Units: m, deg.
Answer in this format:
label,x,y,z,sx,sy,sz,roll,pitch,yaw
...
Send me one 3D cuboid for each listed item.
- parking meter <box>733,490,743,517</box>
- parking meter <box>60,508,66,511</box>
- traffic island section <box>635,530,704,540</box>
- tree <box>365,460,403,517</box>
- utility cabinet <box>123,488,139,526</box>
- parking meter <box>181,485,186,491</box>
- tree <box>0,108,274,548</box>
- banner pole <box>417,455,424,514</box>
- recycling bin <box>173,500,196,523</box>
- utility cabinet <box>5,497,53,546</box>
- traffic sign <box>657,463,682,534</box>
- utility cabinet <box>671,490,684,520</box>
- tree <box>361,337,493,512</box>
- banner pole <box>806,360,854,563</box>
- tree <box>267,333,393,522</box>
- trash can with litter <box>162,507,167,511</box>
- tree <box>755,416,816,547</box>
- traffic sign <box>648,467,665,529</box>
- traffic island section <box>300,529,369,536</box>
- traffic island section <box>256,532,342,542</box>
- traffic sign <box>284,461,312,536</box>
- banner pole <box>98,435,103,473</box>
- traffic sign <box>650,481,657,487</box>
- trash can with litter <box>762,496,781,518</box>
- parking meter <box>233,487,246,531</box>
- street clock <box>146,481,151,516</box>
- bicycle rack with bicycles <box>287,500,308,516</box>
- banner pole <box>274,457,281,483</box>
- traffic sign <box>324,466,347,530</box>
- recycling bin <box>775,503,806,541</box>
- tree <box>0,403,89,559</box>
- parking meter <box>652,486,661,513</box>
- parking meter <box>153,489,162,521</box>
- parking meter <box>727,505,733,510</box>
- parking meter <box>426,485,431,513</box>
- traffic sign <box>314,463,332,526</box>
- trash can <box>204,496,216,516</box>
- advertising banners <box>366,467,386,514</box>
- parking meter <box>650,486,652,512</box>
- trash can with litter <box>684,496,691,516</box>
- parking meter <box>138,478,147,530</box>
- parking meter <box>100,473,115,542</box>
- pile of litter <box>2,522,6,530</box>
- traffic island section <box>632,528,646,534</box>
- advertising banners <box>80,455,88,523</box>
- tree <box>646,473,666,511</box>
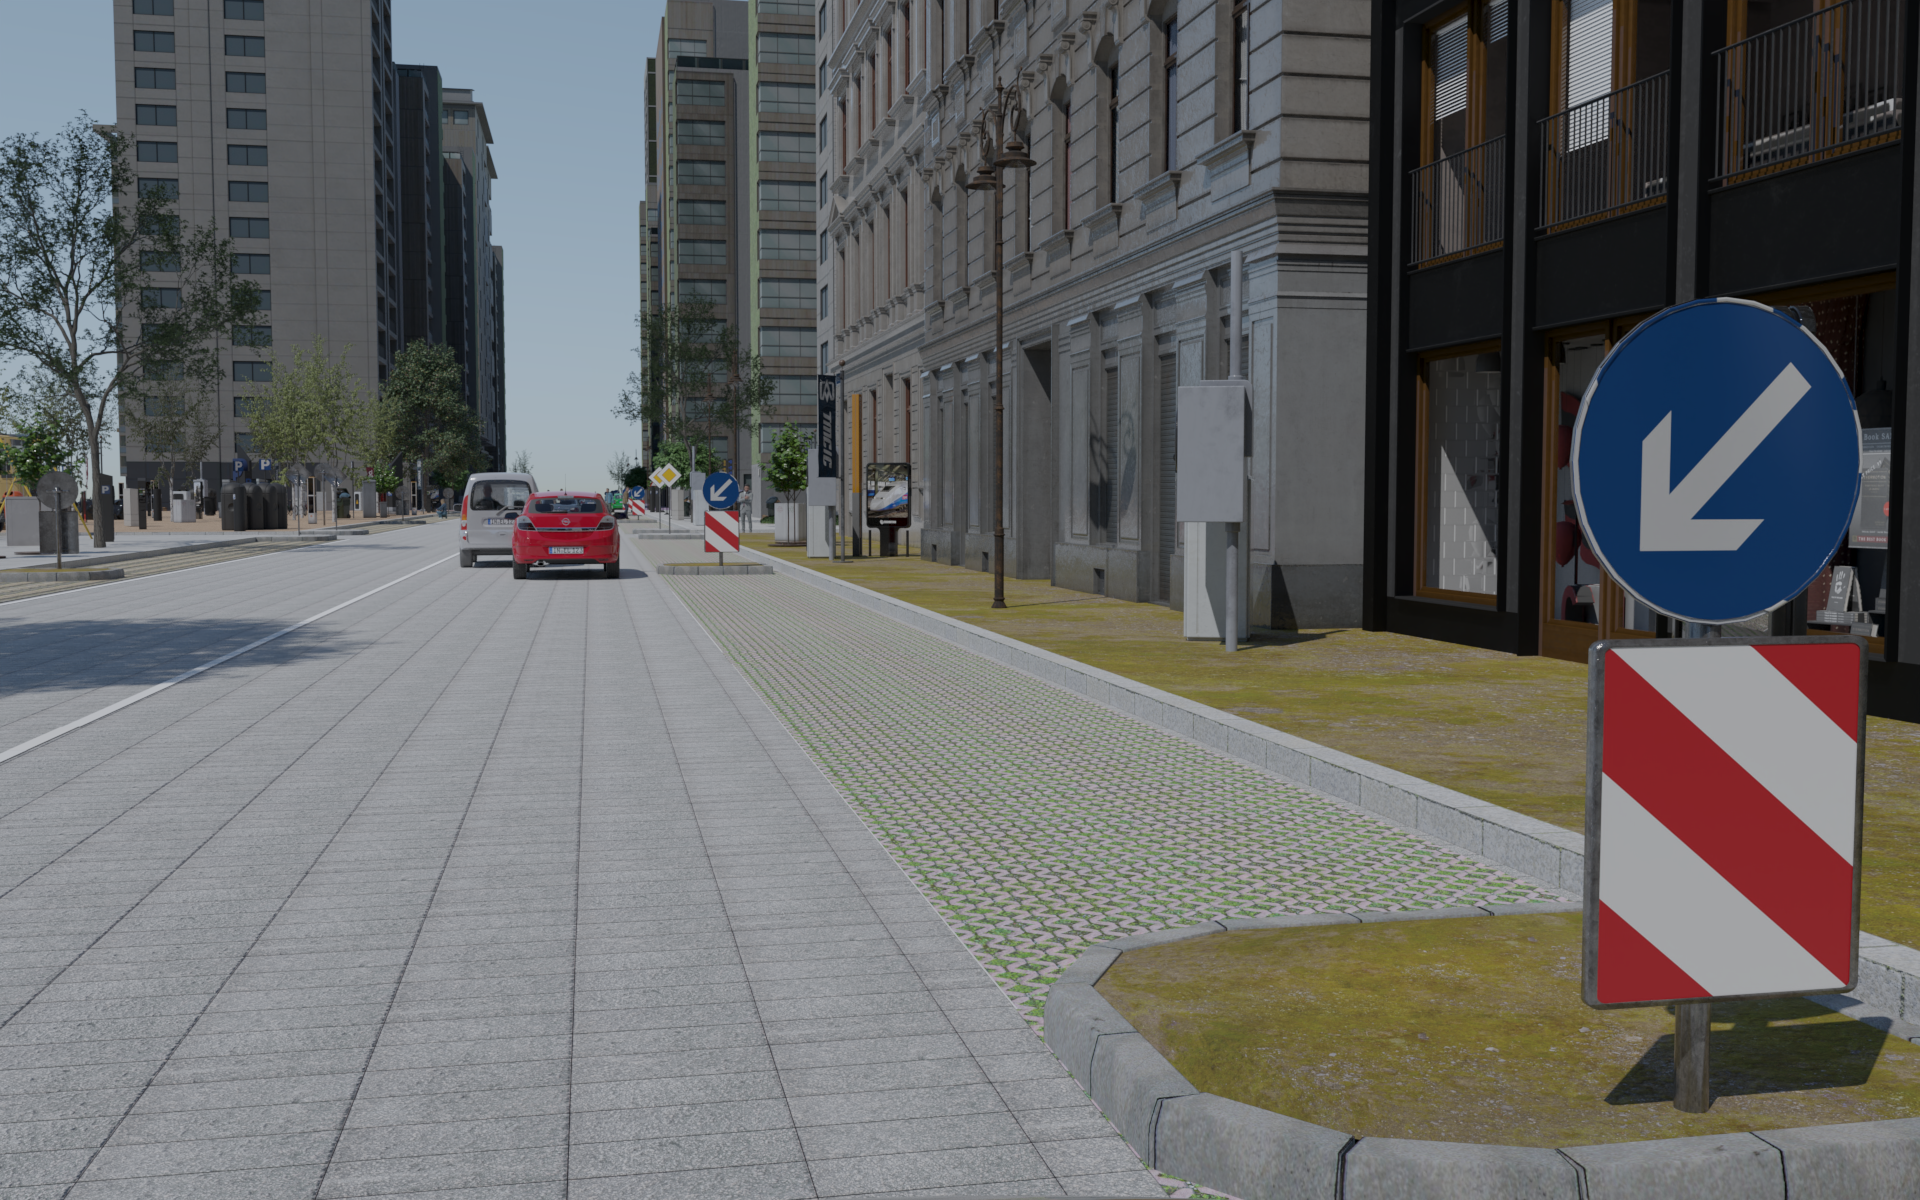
label,x,y,z,sx,sy,sz,roll,pitch,yaw
parking meter,-12.224,-5.367,96.158,0.372,1.533,0.369,0,3,0
parking meter,-41.160,-4.336,79.307,0.372,1.533,0.369,0,3,0
traffic island section,-9.295,-2.037,55.589,2.009,0.180,2.903,-1,4,-12
tree,-32.765,-6.294,97.508,1.663,3.219,1.824,0,3,0
utility cabinet,-32.778,-3.659,68.504,0.318,1.500,1.173,-3,4,-37
parking meter,-48.557,-6.276,108.315,0.255,1.863,0.399,-1,4,-18
tree,-20.560,-6.543,41.389,8.767,10.594,7.601,0,4,-7
banner pole,-34.314,-7.353,110.232,0.863,3.779,0.401,3,5,42
recycling bin,-34.825,-3.990,77.785,0.722,1.027,0.722,3,5,40
utility cabinet,-23.070,-1.943,42.937,1.020,1.237,0.306,-2,4,-33
traffic sign,-9.316,-3.172,55.507,0.795,2.450,0.064,-1,4,-12
utility cabinet,-13.841,-4.667,84.986,0.318,1.500,1.173,-2,4,-25
tree,-38.889,-12.799,126.274,9.611,12.733,9.660,0,3,0
banner pole,-2.346,-2.577,32.156,0.401,3.779,0.863,3,5,41
tree,-28.542,-7.852,78.739,4.737,8.622,4.395,0,3,0
trash can with litter,-59.934,-7.247,129.874,1.055,1.170,0.624,-1,4,-18
tree,-4.281,-3.063,44.688,1.663,3.219,1.824,0,3,0
traffic sign,-10.977,-3.650,63.318,0.795,2.450,0.064,-1,4,-12
traffic island section,-22.002,-2.372,61.065,2.009,0.180,2.903,-1,4,-12
traffic island section,-20.341,-1.894,53.254,2.009,0.180,2.903,-1,4,-12
traffic sign,-20.320,-3.031,53.197,0.795,2.450,0.064,-1,4,-12
banner pole,-36.530,-5.108,73.535,0.401,3.779,0.863,0,4,-3
traffic sign,-21.552,-7.513,122.847,0.884,2.594,0.081,0,4,-5
trash can with litter,-8.884,-4.270,81.196,0.624,1.170,1.055,2,4,26
parking meter,-24.769,-3.127,59.533,0.372,1.533,0.369,0,3,0
street clock,-46.615,-5.808,99.529,0.471,2.002,0.358,-1,4,-22
bicycle rack with bicycles,-39.101,-5.338,100.662,2.852,0.926,2.925,-2,4,-32
banner pole,-41.936,-7.130,106.585,0.401,3.779,0.863,1,4,9
traffic sign,-21.980,-3.509,61.008,0.795,2.450,0.064,-1,4,-12
recycling bin,-4.646,-2.151,47.723,0.722,1.027,0.722,1,4,17
tree,-19.464,-2.587,36.892,1.663,3.219,1.824,0,3,0
parking meter,-20.920,-6.998,120.128,0.399,1.863,0.255,3,5,39
parking meter,-38.162,-4.523,82.355,0.372,1.533,0.369,0,3,0
parking meter,-13.128,-5.539,98.971,0.372,1.533,0.369,0,3,0
parking meter,-36.058,-6.838,117.516,0.255,1.863,0.399,-1,4,-17
traffic sign,-25.932,-4.311,70.591,0.768,2.556,0.104,0,4,-5
trash can,-44.236,-5.536,102.165,0.748,1.137,0.748,0,3,0
advertising banners,-37.808,-7.171,113.430,2.074,3.025,0.090,-2,4,-29
parking meter,-21.494,-7.052,121.013,0.255,1.863,0.399,-2,4,-32
trash can with litter,-15.803,-5.315,98.287,1.055,1.170,0.624,0,4,-2
parking meter,-29.595,-3.484,62.678,0.255,1.863,0.399,-2,4,-24
parking meter,-22.841,-2.486,46.363,0.399,1.863,0.255,-1,4,-21
pile of litter,-35.881,-3.228,66.749,1.719,0.858,1.176,-2,4,-35
traffic island section,-10.956,-2.515,63.400,2.009,0.180,2.903,-1,4,-12
advertising banners,-39.245,-4.981,77.634,0.090,3.025,2.074,-2,4,-35
tree,-23.119,-8.382,131.653,1.663,3.219,1.824,0,3,0
